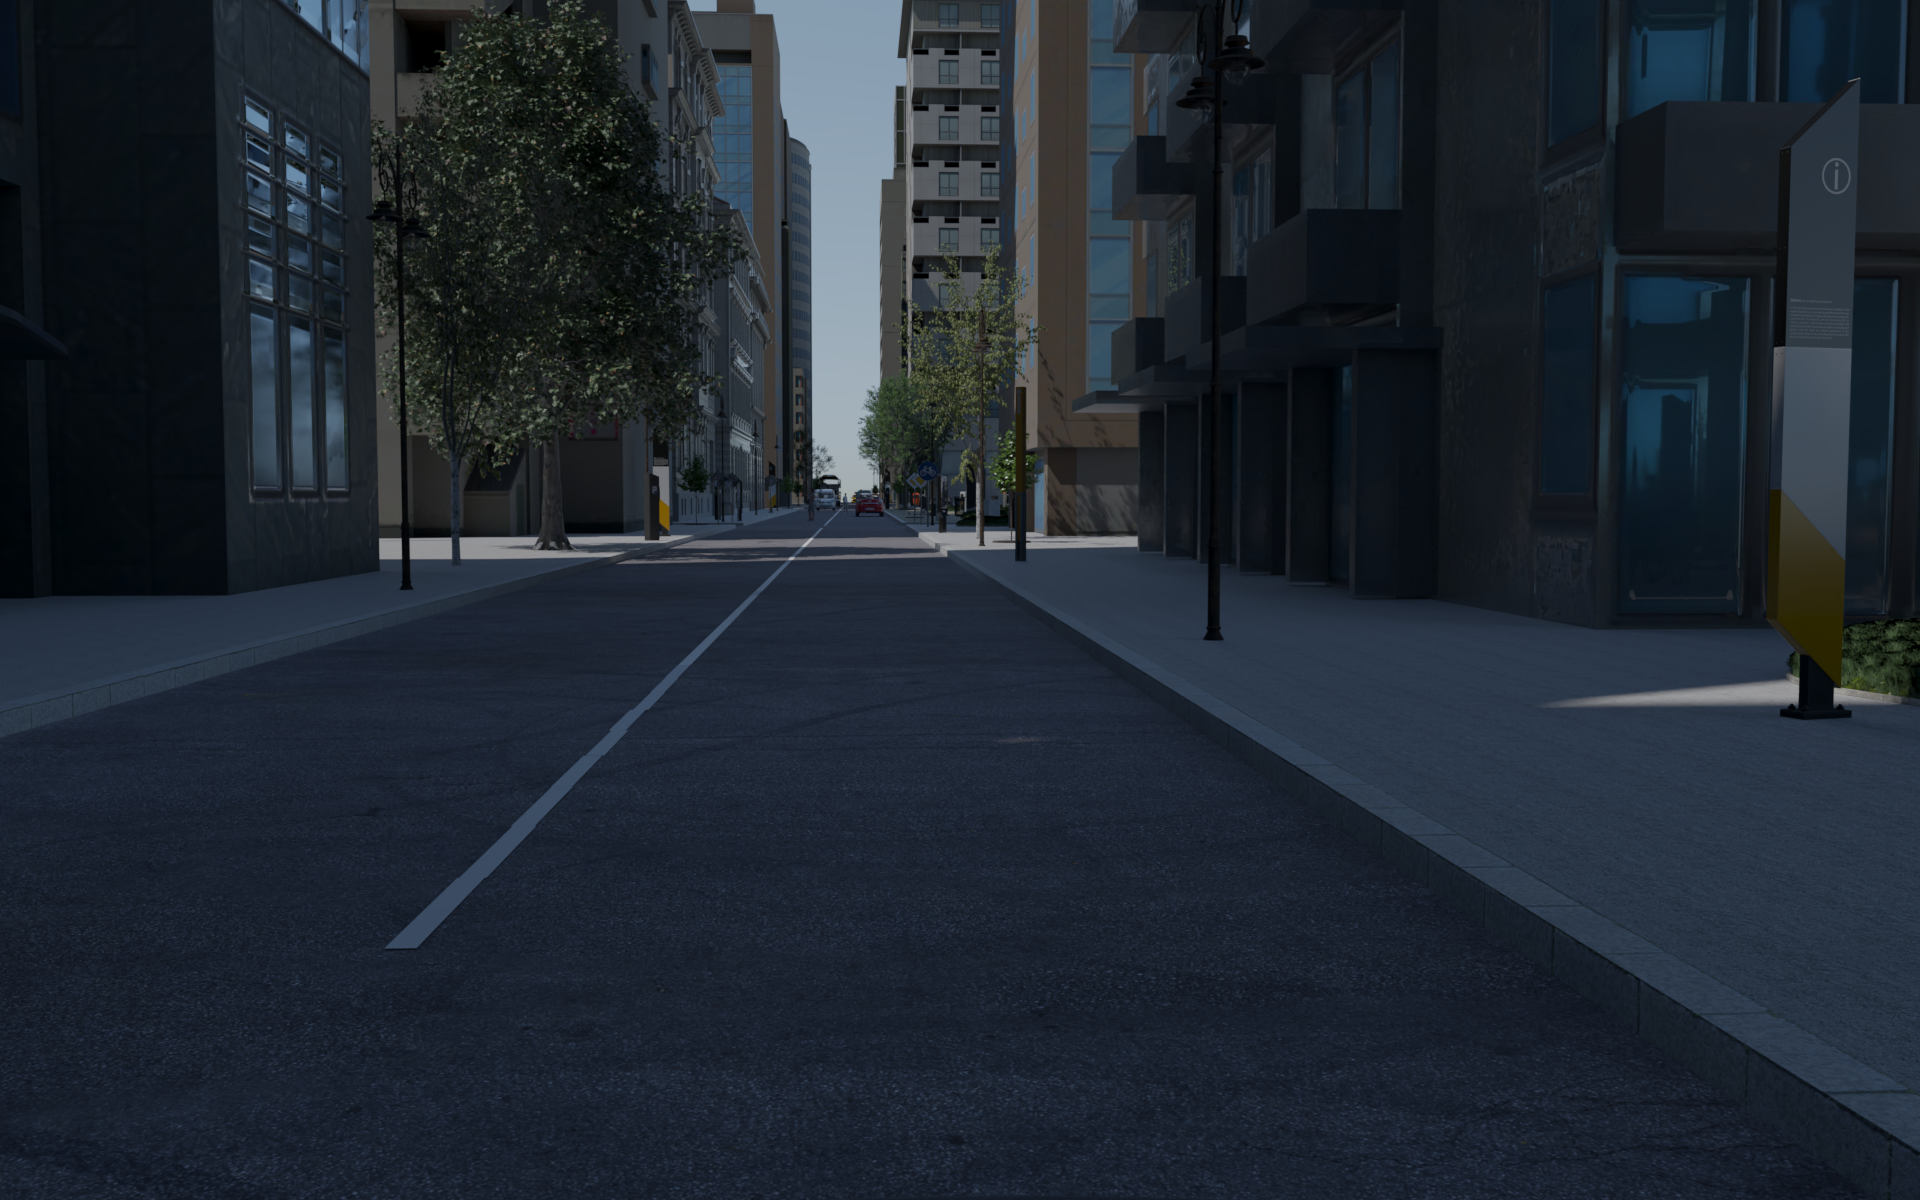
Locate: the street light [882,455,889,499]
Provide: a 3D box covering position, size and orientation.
[{"bbox_3d":[-7.503,-12.474,176.730,0.468,5.910,1.993,0,4,-3],"label":"street light"}]

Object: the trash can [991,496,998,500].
[{"bbox_3d":[3.101,-8.734,154.454,0.748,1.137,0.748,0,3,0],"label":"trash can"}]

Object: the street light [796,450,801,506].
[{"bbox_3d":[-17.049,-12.850,182.883,0.468,5.910,1.993,0,4,-3],"label":"street light"}]

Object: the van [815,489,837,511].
[{"bbox_3d":[-11.782,-8.888,152.329,2.013,2.044,4.112,0,4,-3],"label":"van"}]

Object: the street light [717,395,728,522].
[{"bbox_3d":[-10.899,-6.528,79.517,0.468,5.910,1.993,0,4,-3],"label":"street light"}]

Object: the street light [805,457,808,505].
[{"bbox_3d":[-18.585,-14.485,209.615,0.468,5.910,1.993,0,4,-3],"label":"street light"}]

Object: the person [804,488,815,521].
[{"bbox_3d":[-8.054,-5.130,92.727,0.532,1.782,0.716,-2,4,-33],"label":"person"}]

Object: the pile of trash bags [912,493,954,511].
[{"bbox_3d":[-1.956,-7.462,131.748,3.447,1.369,1.912,1,4,11],"label":"pile of trash bags"}]

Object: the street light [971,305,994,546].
[{"bbox_3d":[0.541,-4.261,42.452,0.468,5.910,1.993,0,4,-3],"label":"street light"}]

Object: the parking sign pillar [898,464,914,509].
[{"bbox_3d":[-4.485,-9.652,146.287,1.447,3.967,1.447,0,4,6],"label":"parking sign pillar"}]

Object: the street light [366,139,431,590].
[{"bbox_3d":[-7.421,-3.074,23.044,0.468,5.910,1.993,0,4,-3],"label":"street light"}]

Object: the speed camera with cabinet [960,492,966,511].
[{"bbox_3d":[0.603,-7.840,122.524,0.660,3.252,2.038,-1,4,-19],"label":"speed camera with cabinet"}]

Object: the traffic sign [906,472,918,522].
[{"bbox_3d":[-2.082,-4.626,79.277,0.795,2.450,0.064,0,4,-3],"label":"traffic sign"}]

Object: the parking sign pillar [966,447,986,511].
[{"bbox_3d":[0.885,-6.620,96.715,1.447,3.967,1.447,-2,4,-35],"label":"parking sign pillar"}]

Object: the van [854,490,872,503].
[{"bbox_3d":[-9.318,-9.865,168.301,2.013,2.044,4.112,0,4,-5],"label":"van"}]

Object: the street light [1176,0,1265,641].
[{"bbox_3d":[2.230,-2.585,15.059,0.468,5.910,1.993,0,4,-3],"label":"street light"}]

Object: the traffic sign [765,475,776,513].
[{"bbox_3d":[-12.699,-7.095,116.113,0.768,2.556,0.104,0,4,0],"label":"traffic sign"}]

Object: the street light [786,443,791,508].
[{"bbox_3d":[-15.441,-11.217,156.189,0.468,5.910,1.993,0,4,-3],"label":"street light"}]

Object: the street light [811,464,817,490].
[{"bbox_3d":[-20.284,-16.250,238.479,0.468,5.910,1.993,0,4,-3],"label":"street light"}]

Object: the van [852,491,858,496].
[{"bbox_3d":[-16.329,-16.576,278.035,2.013,2.044,4.112,0,4,-4],"label":"van"}]

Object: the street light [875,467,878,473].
[{"bbox_3d":[-10.737,-15.753,230.347,0.468,5.910,1.993,0,4,-3],"label":"street light"}]

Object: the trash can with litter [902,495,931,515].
[{"bbox_3d":[-2.543,-5.950,108.333,2.233,1.210,1.678,-1,4,-9],"label":"trash can with litter"}]

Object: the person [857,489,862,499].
[{"bbox_3d":[-8.573,-8.592,148.841,0.638,1.841,0.748,-2,4,-24],"label":"person"}]

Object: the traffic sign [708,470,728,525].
[{"bbox_3d":[-9.885,-4.110,70.833,0.795,2.450,0.064,0,4,-3],"label":"traffic sign"}]

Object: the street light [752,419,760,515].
[{"bbox_3d":[-12.516,-8.160,106.211,0.468,5.910,1.993,0,4,-3],"label":"street light"}]

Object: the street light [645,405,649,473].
[{"bbox_3d":[-9.002,-4.707,49.739,0.468,5.910,1.993,0,4,-3],"label":"street light"}]

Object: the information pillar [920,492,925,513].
[{"bbox_3d":[-2.500,-6.846,116.421,0.304,2.012,0.304,0,4,-5],"label":"information pillar"}]

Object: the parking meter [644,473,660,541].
[{"bbox_3d":[-8.490,-2.572,47.756,0.255,1.863,0.399,3,4,39],"label":"parking meter"}]

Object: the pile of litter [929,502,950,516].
[{"bbox_3d":[-1.306,-5.331,101.133,1.176,0.858,1.719,-3,4,-37],"label":"pile of litter"}]

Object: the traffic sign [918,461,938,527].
[{"bbox_3d":[-1.245,-4.090,66.983,0.768,2.556,0.104,0,3,0],"label":"traffic sign"}]

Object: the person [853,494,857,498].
[{"bbox_3d":[-13.485,-13.497,229.200,1.348,1.821,0.705,1,4,11],"label":"person"}]

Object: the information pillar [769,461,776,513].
[{"bbox_3d":[-13.055,-7.887,120.300,0.504,3.616,0.183,-1,4,-9],"label":"information pillar"}]

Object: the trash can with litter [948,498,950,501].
[{"bbox_3d":[-1.138,-6.487,117.448,0.624,1.170,1.055,1,4,22],"label":"trash can with litter"}]

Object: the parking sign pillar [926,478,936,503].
[{"bbox_3d":[-2.725,-10.051,152.801,1.447,3.967,1.447,0,4,2],"label":"parking sign pillar"}]

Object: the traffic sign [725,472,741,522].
[{"bbox_3d":[-10.363,-4.597,78.804,0.795,2.450,0.064,0,4,-3],"label":"traffic sign"}]

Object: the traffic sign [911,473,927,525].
[{"bbox_3d":[-1.605,-4.138,71.307,0.795,2.450,0.064,0,4,-3],"label":"traffic sign"}]

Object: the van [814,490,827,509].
[{"bbox_3d":[-13.773,-9.889,168.695,2.013,2.044,4.112,0,4,-3],"label":"van"}]

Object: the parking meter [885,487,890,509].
[{"bbox_3d":[-6.190,-8.675,147.548,0.399,1.863,0.255,0,4,2],"label":"parking meter"}]

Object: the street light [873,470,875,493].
[{"bbox_3d":[-12.433,-17.558,259.860,0.468,5.910,1.993,0,4,-3],"label":"street light"}]

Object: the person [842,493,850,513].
[{"bbox_3d":[-8.627,-7.331,130.962,0.523,1.515,0.503,1,4,22],"label":"person"}]

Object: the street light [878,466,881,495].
[{"bbox_3d":[-9.101,-14.120,203.655,0.468,5.910,1.993,0,4,-3],"label":"street light"}]

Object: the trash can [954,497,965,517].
[{"bbox_3d":[-0.016,-5.341,98.973,0.748,1.137,0.748,0,3,0],"label":"trash can"}]

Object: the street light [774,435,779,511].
[{"bbox_3d":[-14.067,-9.813,133.237,0.468,5.910,1.993,0,4,-3],"label":"street light"}]

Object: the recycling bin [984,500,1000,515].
[{"bbox_3d":[1.356,-4.126,80.016,0.722,1.027,0.722,-3,4,-36],"label":"recycling bin"}]

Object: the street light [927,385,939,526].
[{"bbox_3d":[-1.126,-5.980,70.568,0.468,5.910,1.993,0,4,-3],"label":"street light"}]

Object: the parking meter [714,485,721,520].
[{"bbox_3d":[-12.005,-4.901,85.840,0.255,1.863,0.399,1,4,8],"label":"parking meter"}]

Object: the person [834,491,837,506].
[{"bbox_3d":[-15.159,-12.438,211.496,0.705,1.869,1.348,0,4,-5],"label":"person"}]
